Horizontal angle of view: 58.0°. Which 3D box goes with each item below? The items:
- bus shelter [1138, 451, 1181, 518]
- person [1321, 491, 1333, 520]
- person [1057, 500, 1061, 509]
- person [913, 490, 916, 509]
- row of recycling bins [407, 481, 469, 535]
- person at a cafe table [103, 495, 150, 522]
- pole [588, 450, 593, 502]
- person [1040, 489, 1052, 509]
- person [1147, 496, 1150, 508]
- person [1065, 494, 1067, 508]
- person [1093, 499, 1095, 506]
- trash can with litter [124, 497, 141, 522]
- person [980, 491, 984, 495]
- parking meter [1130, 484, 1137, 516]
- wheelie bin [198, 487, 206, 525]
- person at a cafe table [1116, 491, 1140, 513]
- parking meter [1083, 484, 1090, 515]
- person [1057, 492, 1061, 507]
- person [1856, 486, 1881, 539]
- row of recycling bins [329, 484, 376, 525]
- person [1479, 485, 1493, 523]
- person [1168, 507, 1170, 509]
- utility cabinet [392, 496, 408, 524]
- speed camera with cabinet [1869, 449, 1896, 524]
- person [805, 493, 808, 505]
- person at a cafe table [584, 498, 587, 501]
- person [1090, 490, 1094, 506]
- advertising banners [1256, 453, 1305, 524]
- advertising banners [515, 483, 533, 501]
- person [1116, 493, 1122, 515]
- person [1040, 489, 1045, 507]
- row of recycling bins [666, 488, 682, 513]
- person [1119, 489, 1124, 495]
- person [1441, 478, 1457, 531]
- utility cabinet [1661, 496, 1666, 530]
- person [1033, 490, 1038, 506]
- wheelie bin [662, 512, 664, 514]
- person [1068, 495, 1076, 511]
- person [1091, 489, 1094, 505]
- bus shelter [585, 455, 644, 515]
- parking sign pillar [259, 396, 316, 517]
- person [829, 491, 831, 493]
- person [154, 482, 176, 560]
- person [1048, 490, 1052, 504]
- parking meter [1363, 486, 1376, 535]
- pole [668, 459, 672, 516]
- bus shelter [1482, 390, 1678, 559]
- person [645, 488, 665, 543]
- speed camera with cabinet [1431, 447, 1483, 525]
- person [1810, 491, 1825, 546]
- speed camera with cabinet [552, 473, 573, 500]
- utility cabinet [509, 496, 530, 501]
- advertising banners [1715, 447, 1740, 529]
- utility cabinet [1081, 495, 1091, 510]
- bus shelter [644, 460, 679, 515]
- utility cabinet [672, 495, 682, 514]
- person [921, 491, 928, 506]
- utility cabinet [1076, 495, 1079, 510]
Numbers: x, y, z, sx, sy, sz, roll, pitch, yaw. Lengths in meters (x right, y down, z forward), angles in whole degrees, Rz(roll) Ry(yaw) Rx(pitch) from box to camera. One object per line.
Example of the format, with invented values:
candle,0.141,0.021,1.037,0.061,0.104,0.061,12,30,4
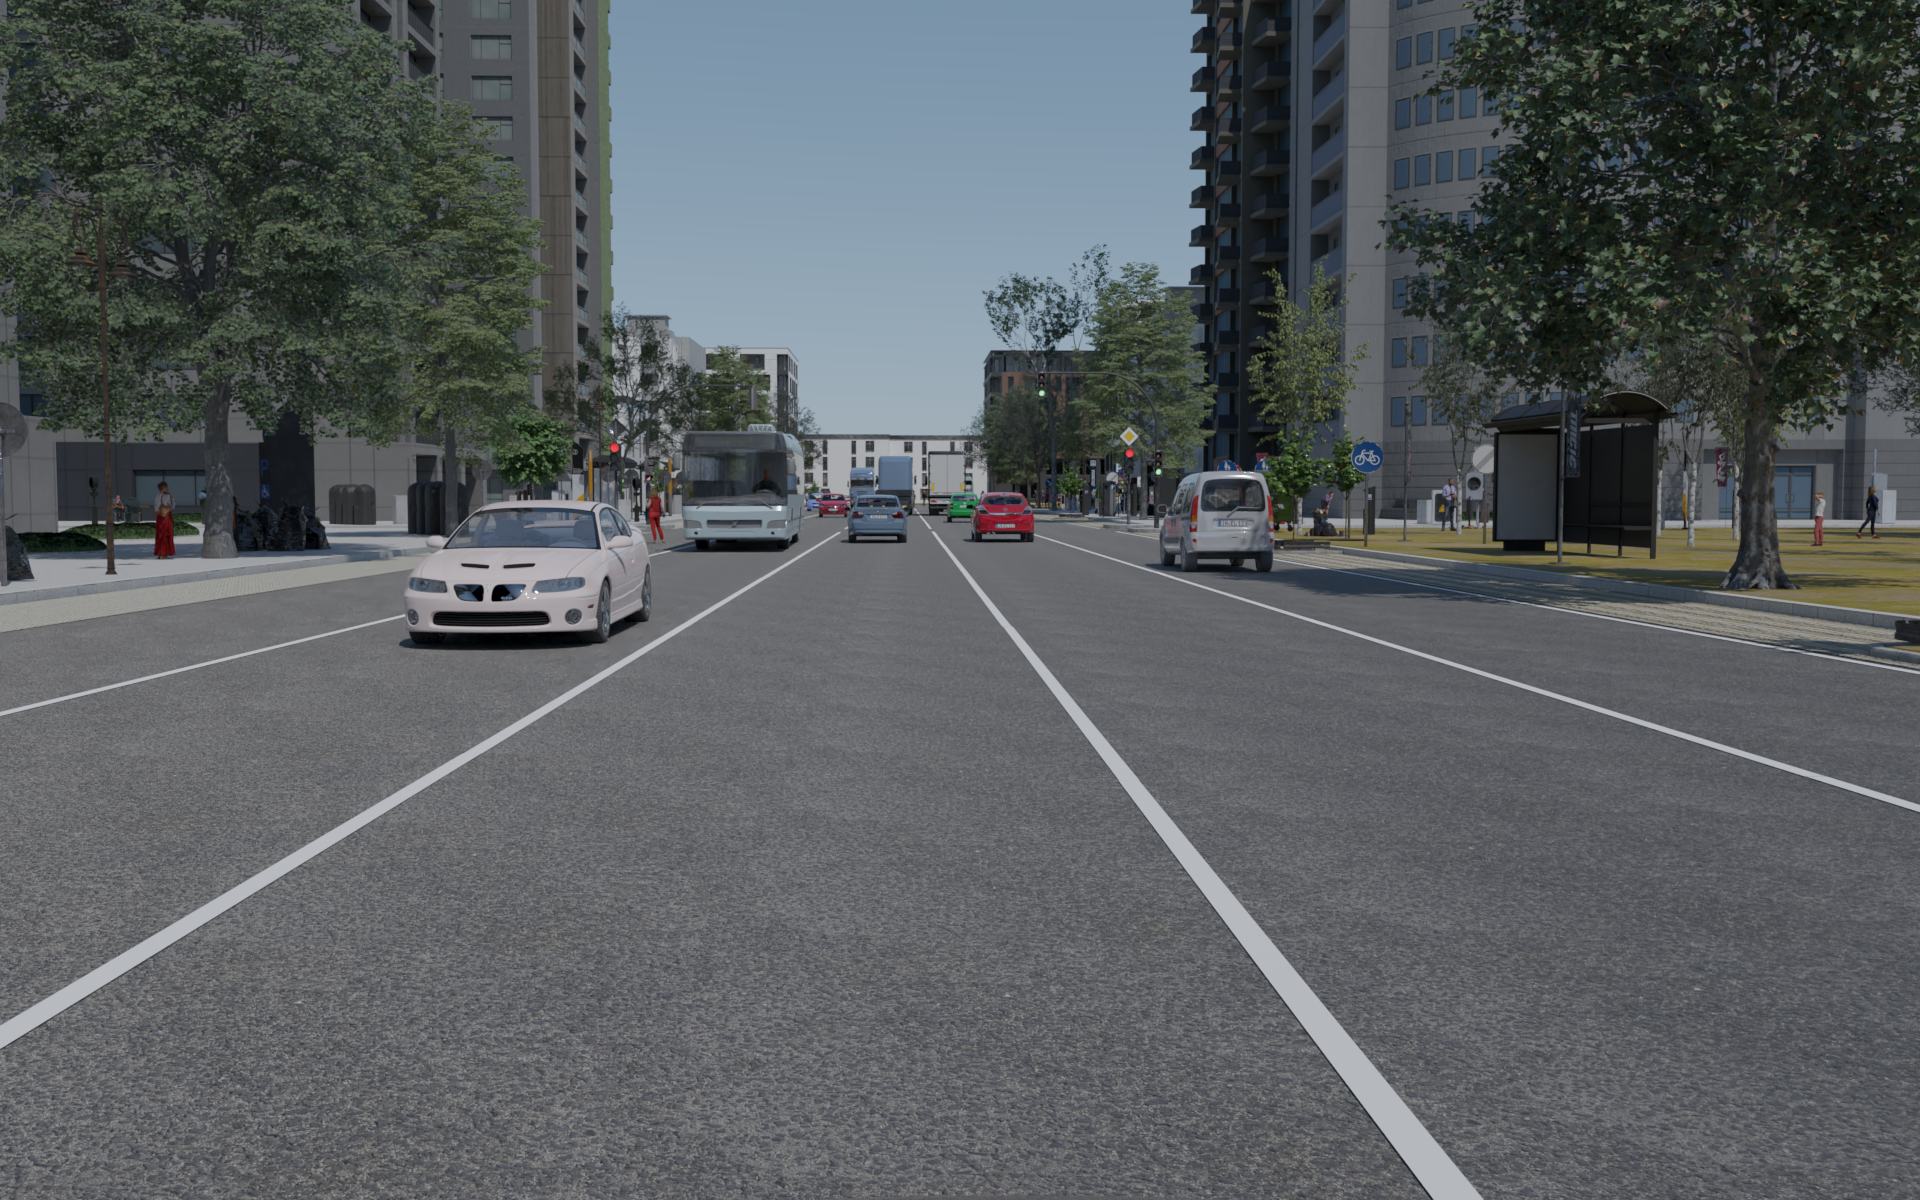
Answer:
bus shelter,10.748,-6.305,94.367,1.731,3.624,6.357,0,4,-2
person,18.070,-4.641,85.160,0.421,1.427,0.697,-3,4,-38
person,8.318,-8.016,145.034,0.695,0.859,0.347,1,4,19
person,-4.619,-9.952,171.221,0.705,1.824,1.348,-2,4,-27
row of recycling bins,-16.611,-2.927,54.971,1.069,1.692,3.534,-3,4,-38
person at a cafe table,-38.577,-4.217,79.805,1.726,1.238,1.698,3,5,42
pole,-17.147,-5.291,80.356,0.158,3.312,0.155,0,3,0
person,7.587,-8.868,151.720,1.217,1.739,0.721,2,4,29
person,9.567,-4.894,89.289,0.726,1.435,0.776,1,4,13
person,9.416,-9.165,155.981,1.348,1.812,0.705,-3,5,-40
person,14.372,-10.909,185.141,0.721,1.736,1.217,2,4,31
trash can with litter,-29.223,-3.062,61.454,1.055,1.170,0.624,3,5,44
person,2.013,-8.675,151.009,0.621,1.740,0.551,3,5,42
parking meter,10.101,-5.810,100.704,0.255,1.863,0.399,-2,4,-25
wheelie bin,-31.581,-3.973,72.863,0.693,1.594,0.980,1,4,16
person at a cafe table,11.433,-6.746,118.816,1.622,1.524,1.698,0,4,-3
parking meter,7.594,-6.000,103.814,0.399,1.863,0.255,0,4,5
person,8.296,-8.484,146.214,0.517,1.644,0.566,-1,4,-21
person,26.191,-2.526,49.893,0.613,1.512,0.480,0,4,-2
row of recycling bins,-25.610,-4.022,72.875,1.069,1.692,3.534,-3,5,-40
person,23.459,-4.300,77.143,0.742,1.727,0.445,-2,4,-27
person,10.211,-4.206,82.739,0.347,0.859,0.695,2,4,34
utility cabinet,-23.531,-3.812,73.482,0.306,1.237,1.020,3,5,41
speed camera with cabinet,40.276,-4.969,75.571,0.660,3.252,2.038,1,4,13
person,-16.752,-11.058,190.235,0.436,1.711,0.756,-1,4,-22
person at a cafe table,-20.746,-5.543,99.144,1.622,1.524,1.698,1,4,12
person,14.807,-11.424,193.551,0.721,1.736,1.217,3,5,40
advertising banners,13.538,-4.708,73.166,2.074,3.025,0.090,1,4,11
advertising banners,-16.039,-4.141,63.890,0.090,3.025,2.074,-2,4,-32
person,9.851,-5.970,107.568,0.435,1.345,0.340,-1,4,-8
person,8.576,-10.490,178.001,0.683,1.767,0.568,1,4,10
row of recycling bins,-19.189,-6.742,117.339,1.069,1.692,3.534,-2,4,-26
person,15.360,-9.792,166.098,1.348,1.831,0.705,-2,4,-27
person,16.914,-3.282,59.578,0.709,1.838,0.599,-2,4,-24
utility cabinet,25.144,-3.153,62.719,0.306,1.237,1.020,-1,4,-8
person,8.358,-11.364,192.290,0.568,1.767,0.683,-2,4,-26
wheelie bin,-19.508,-6.360,111.894,0.980,1.594,0.693,-2,4,-25
person,8.547,-7.697,132.015,0.598,1.807,0.434,-1,4,-14
person,15.050,-11.698,196.937,1.348,1.869,0.705,2,4,34
bus shelter,-18.361,-6.000,92.017,2.014,3.302,5.546,0,4,-2
parking sign pillar,-16.466,-3.297,42.373,1.447,3.967,1.447,2,4,30
person,-17.088,-13.390,227.439,0.705,1.822,1.348,3,5,42
person,-15.597,-1.555,33.929,0.523,1.526,0.387,3,5,40
person,11.507,-13.253,223.244,0.721,1.766,1.217,-1,4,-23
parking meter,12.911,-2.827,54.640,0.372,1.533,0.369,0,3,0
pole,-16.681,-6.469,99.608,0.158,3.312,0.155,0,3,0
bus shelter,12.894,-2.606,36.525,2.014,3.302,5.546,0,4,-2
person,-8.834,-2.446,50.189,0.593,1.614,0.444,-1,4,-12
speed camera with cabinet,20.816,-4.781,72.505,2.038,3.252,0.660,1,4,17
person,21.177,-2.007,42.771,0.340,1.345,0.435,1,4,19
speed camera with cabinet,-17.224,-4.942,75.134,0.660,3.252,2.038,0,4,-1
utility cabinet,-18.552,-3.804,73.357,1.020,1.237,0.306,-1,4,-9
advertising banners,28.685,-4.130,63.707,0.090,3.025,2.074,-2,4,-34
utility cabinet,10.086,-7.767,138.159,0.306,1.237,1.020,-2,4,-30
bus shelter,-18.473,-6.860,106.081,2.014,3.302,5.546,0,4,-2
utility cabinet,-18.013,-6.056,110.183,0.306,1.237,1.020,2,4,23
person,-4.308,-12.327,210.559,1.217,1.766,0.721,3,5,39
utility cabinet,9.352,-8.053,142.827,0.306,1.237,1.020,-3,4,-39
